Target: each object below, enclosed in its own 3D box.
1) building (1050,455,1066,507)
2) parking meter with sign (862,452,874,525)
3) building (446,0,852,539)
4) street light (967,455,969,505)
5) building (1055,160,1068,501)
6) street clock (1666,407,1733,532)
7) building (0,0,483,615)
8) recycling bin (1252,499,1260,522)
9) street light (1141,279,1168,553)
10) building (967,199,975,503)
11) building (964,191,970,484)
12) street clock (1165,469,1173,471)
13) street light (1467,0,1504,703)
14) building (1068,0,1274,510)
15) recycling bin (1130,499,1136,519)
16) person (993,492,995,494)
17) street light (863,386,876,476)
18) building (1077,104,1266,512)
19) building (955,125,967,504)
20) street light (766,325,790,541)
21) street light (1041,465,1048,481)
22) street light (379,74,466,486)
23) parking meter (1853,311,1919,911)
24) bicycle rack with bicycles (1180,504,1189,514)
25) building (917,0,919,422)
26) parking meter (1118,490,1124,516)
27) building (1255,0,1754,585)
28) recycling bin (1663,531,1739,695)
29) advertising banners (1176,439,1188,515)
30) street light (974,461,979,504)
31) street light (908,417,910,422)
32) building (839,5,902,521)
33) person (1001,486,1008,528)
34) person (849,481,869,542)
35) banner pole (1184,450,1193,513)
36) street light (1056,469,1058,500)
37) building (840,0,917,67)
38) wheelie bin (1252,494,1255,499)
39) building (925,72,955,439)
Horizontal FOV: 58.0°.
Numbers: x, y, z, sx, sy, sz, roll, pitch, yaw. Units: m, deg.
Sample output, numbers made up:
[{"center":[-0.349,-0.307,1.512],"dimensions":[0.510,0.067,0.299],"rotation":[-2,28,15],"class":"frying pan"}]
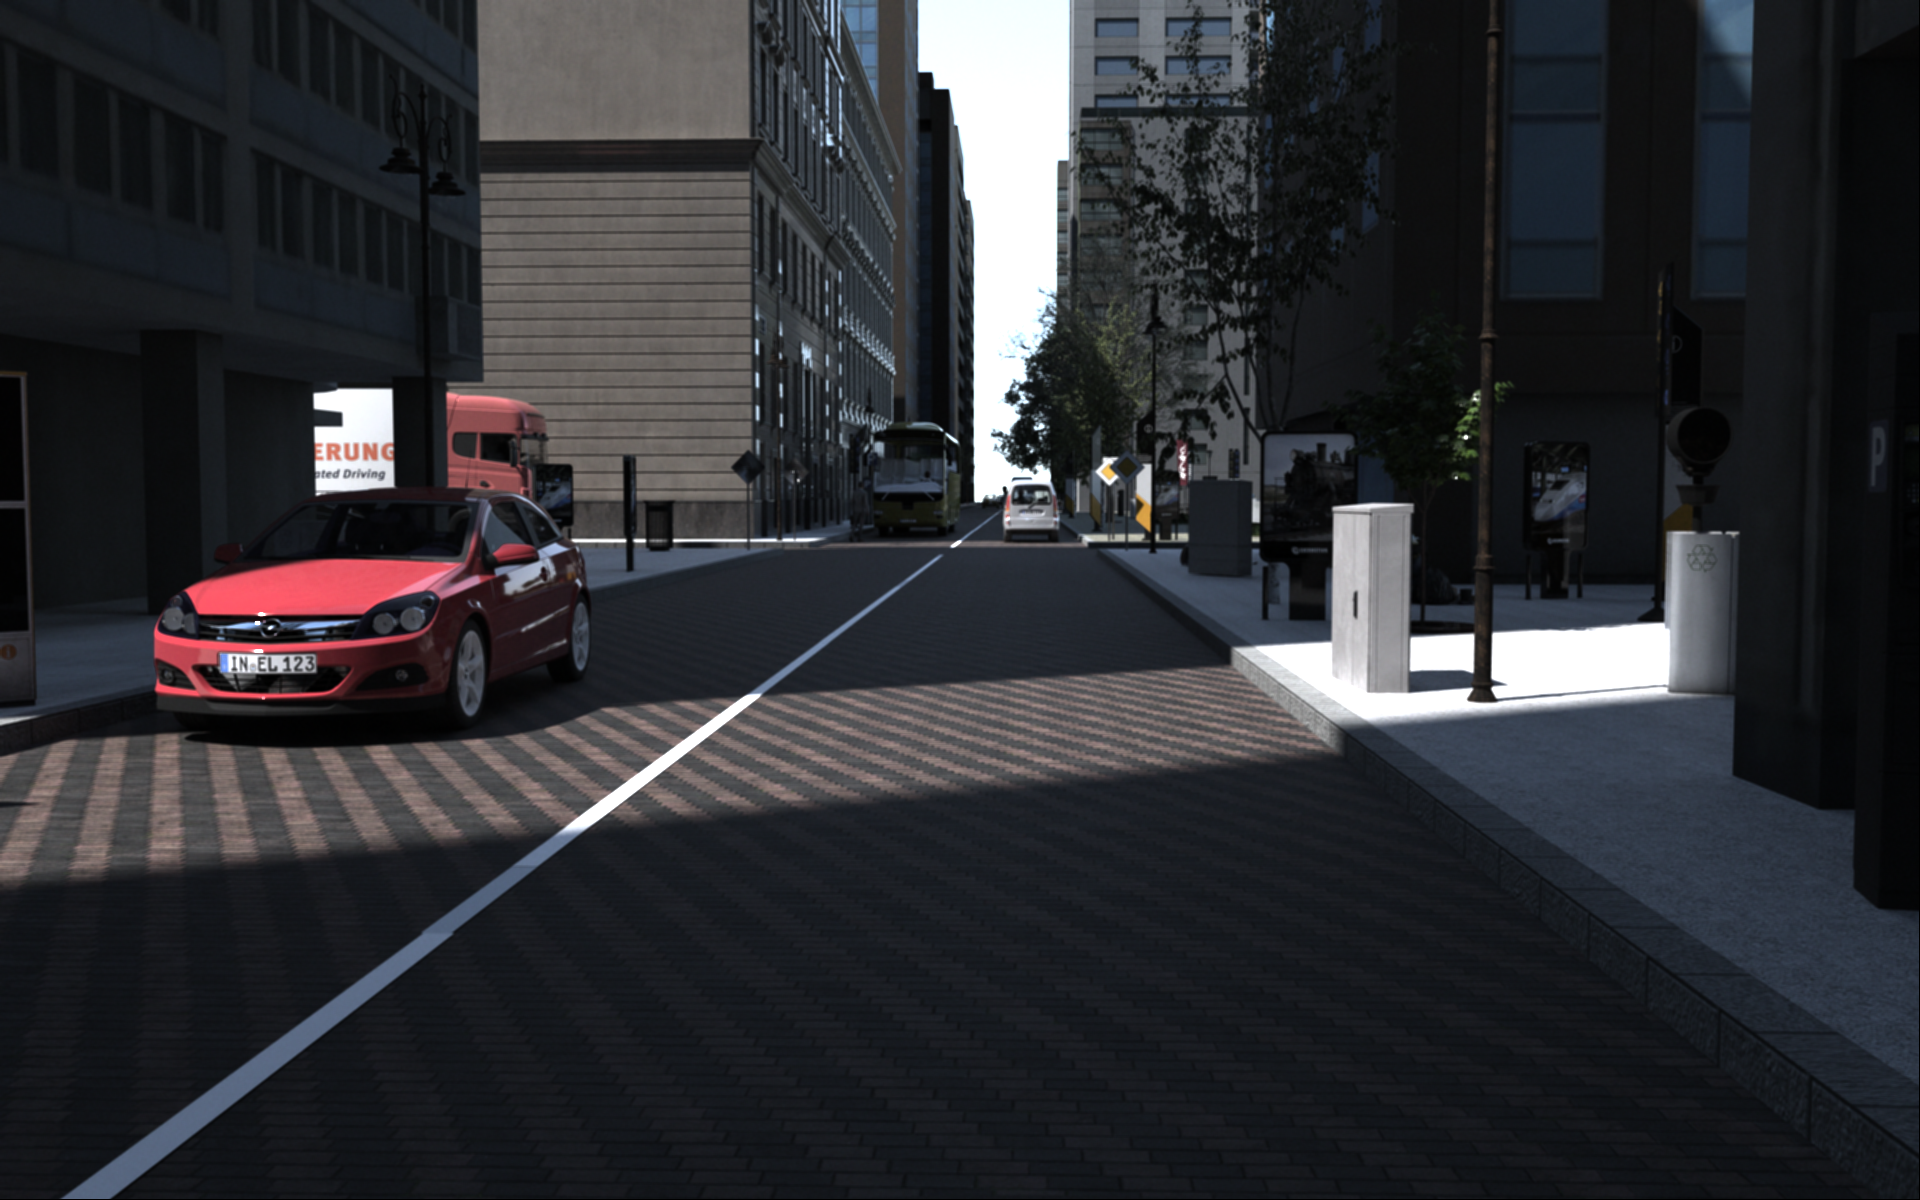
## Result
[{"center":[26.350,-23.915,236.042],"dimensions":[27.650,21.520,28.899],"rotation":[0,4,2],"class":"building"},{"center":[-3.805,-4.616,71.728],"dimensions":[0.543,3.016,1.738],"rotation":[0,4,6],"class":"parking meter with sign"},{"center":[-11.015,-16.097,60.444],"dimensions":[12.463,27.353,25.104],"rotation":[0,4,2],"class":"building"},{"center":[0.897,-14.350,207.404],"dimensions":[0.468,5.910,1.993],"rotation":[0,4,2],"class":"street light"},{"center":[18.872,-32.456,214.244],"dimensions":[14.154,41.232,14.086],"rotation":[0,4,2],"class":"building"},{"center":[6.190,-0.610,14.547],"dimensions":[0.471,2.002,0.358],"rotation":[0,3,0],"class":"street clock"},{"center":[-19.110,-20.045,19.612],"dimensions":[23.993,40.220,32.217],"rotation":[0,4,2],"class":"building"},{"center":[10.719,-3.114,63.473],"dimensions":[0.722,1.027,0.722],"rotation":[1,4,10],"class":"recycling bin"},{"center":[4.195,-3.957,37.487],"dimensions":[0.468,5.910,1.993],"rotation":[0,4,2],"class":"street light"},{"center":[-8.679,-39.507,269.643],"dimensions":[21.300,48.544,21.600],"rotation":[0,4,2],"class":"building"},{"center":[-9.943,-36.030,243.722],"dimensions":[22.147,44.769,28.867],"rotation":[0,4,2],"class":"building"},{"center":[6.098,-2.837,50.954],"dimensions":[0.358,2.002,0.471],"rotation":[-1,4,-17],"class":"street clock"},{"center":[3.233,-2.309,10.546],"dimensions":[0.468,5.910,1.993],"rotation":[0,4,2],"class":"street light"},{"center":[20.046,-37.352,152.705],"dimensions":[21.231,58.520,28.212],"rotation":[0,4,2],"class":"building"},{"center":[9.186,-4.679,89.051],"dimensions":[0.722,1.027,0.722],"rotation":[-1,4,-13],"class":"recycling bin"},{"center":[5.188,-15.794,267.421],"dimensions":[1.217,1.739,0.721],"rotation":[3,4,36],"class":"person"},{"center":[-3.890,-6.225,74.569],"dimensions":[0.468,5.910,1.993],"rotation":[0,4,2],"class":"street light"},{"center":[15.957,-22.072,132.575],"dimensions":[14.160,30.474,14.107],"rotation":[0,4,2],"class":"building"},{"center":[-10.487,-36.320,217.529],"dimensions":[21.300,48.544,21.600],"rotation":[0,4,2],"class":"building"},{"center":[-4.980,-4.578,47.633],"dimensions":[0.468,5.910,1.993],"rotation":[0,4,2],"class":"street light"},{"center":[11.007,-15.538,226.830],"dimensions":[0.468,5.910,1.993],"rotation":[0,4,2],"class":"street light"},{"center":[-6.053,-2.868,19.678],"dimensions":[0.468,5.910,1.993],"rotation":[0,4,2],"class":"street light"},{"center":[2.994,0.019,5.406],"dimensions":[0.255,1.863,0.399],"rotation":[1,4,14],"class":"parking meter"},{"center":[12.346,-4.731,90.740],"dimensions":[2.925,0.926,2.852],"rotation":[2,4,27],"class":"bicycle rack with bicycles"},{"center":[-12.308,-44.773,170.288],"dimensions":[20.563,71.187,20.611],"rotation":[0,4,2],"class":"building"},{"center":[9.278,-5.588,99.778],"dimensions":[0.372,1.533,0.369],"rotation":[0,3,0],"class":"parking meter"},{"center":[13.154,-23.216,29.695],"dimensions":[14.600,45.320,14.200],"rotation":[0,4,2],"class":"building"},{"center":[5.030,0.073,11.365],"dimensions":[0.722,1.027,0.722],"rotation":[1,4,19],"class":"recycling bin"},{"center":[7.509,-3.557,54.341],"dimensions":[0.090,3.025,2.074],"rotation":[-3,4,-37],"class":"advertising banners"},{"center":[1.942,-16.023,234.757],"dimensions":[0.468,5.910,1.993],"rotation":[0,4,2],"class":"street light"},{"center":[-3.001,-7.904,102.015],"dimensions":[0.468,5.910,1.993],"rotation":[0,4,2],"class":"street light"},{"center":[-13.011,-19.486,95.015],"dimensions":[17.030,29.872,44.131],"rotation":[0,4,2],"class":"building"},{"center":[1.972,-3.913,72.826],"dimensions":[0.721,1.781,0.623],"rotation":[-3,5,-39],"class":"person"},{"center":[-3.020,-2.660,52.106],"dimensions":[0.709,1.813,0.853],"rotation":[2,4,23],"class":"person"},{"center":[11.220,-5.825,85.262],"dimensions":[0.401,3.779,0.863],"rotation":[-2,4,-29],"class":"banner pole"},{"center":[8.032,-10.453,143.701],"dimensions":[0.468,5.910,1.993],"rotation":[0,4,2],"class":"street light"},{"center":[-10.518,-29.310,129.335],"dimensions":[14.600,45.320,14.200],"rotation":[0,4,2],"class":"building"},{"center":[11.119,-3.688,68.209],"dimensions":[0.980,1.594,0.693],"rotation":[1,4,13],"class":"wheelie bin"},{"center":[-7.737,-32.921,188.373],"dimensions":[14.600,45.320,14.200],"rotation":[0,4,2],"class":"building"}]
